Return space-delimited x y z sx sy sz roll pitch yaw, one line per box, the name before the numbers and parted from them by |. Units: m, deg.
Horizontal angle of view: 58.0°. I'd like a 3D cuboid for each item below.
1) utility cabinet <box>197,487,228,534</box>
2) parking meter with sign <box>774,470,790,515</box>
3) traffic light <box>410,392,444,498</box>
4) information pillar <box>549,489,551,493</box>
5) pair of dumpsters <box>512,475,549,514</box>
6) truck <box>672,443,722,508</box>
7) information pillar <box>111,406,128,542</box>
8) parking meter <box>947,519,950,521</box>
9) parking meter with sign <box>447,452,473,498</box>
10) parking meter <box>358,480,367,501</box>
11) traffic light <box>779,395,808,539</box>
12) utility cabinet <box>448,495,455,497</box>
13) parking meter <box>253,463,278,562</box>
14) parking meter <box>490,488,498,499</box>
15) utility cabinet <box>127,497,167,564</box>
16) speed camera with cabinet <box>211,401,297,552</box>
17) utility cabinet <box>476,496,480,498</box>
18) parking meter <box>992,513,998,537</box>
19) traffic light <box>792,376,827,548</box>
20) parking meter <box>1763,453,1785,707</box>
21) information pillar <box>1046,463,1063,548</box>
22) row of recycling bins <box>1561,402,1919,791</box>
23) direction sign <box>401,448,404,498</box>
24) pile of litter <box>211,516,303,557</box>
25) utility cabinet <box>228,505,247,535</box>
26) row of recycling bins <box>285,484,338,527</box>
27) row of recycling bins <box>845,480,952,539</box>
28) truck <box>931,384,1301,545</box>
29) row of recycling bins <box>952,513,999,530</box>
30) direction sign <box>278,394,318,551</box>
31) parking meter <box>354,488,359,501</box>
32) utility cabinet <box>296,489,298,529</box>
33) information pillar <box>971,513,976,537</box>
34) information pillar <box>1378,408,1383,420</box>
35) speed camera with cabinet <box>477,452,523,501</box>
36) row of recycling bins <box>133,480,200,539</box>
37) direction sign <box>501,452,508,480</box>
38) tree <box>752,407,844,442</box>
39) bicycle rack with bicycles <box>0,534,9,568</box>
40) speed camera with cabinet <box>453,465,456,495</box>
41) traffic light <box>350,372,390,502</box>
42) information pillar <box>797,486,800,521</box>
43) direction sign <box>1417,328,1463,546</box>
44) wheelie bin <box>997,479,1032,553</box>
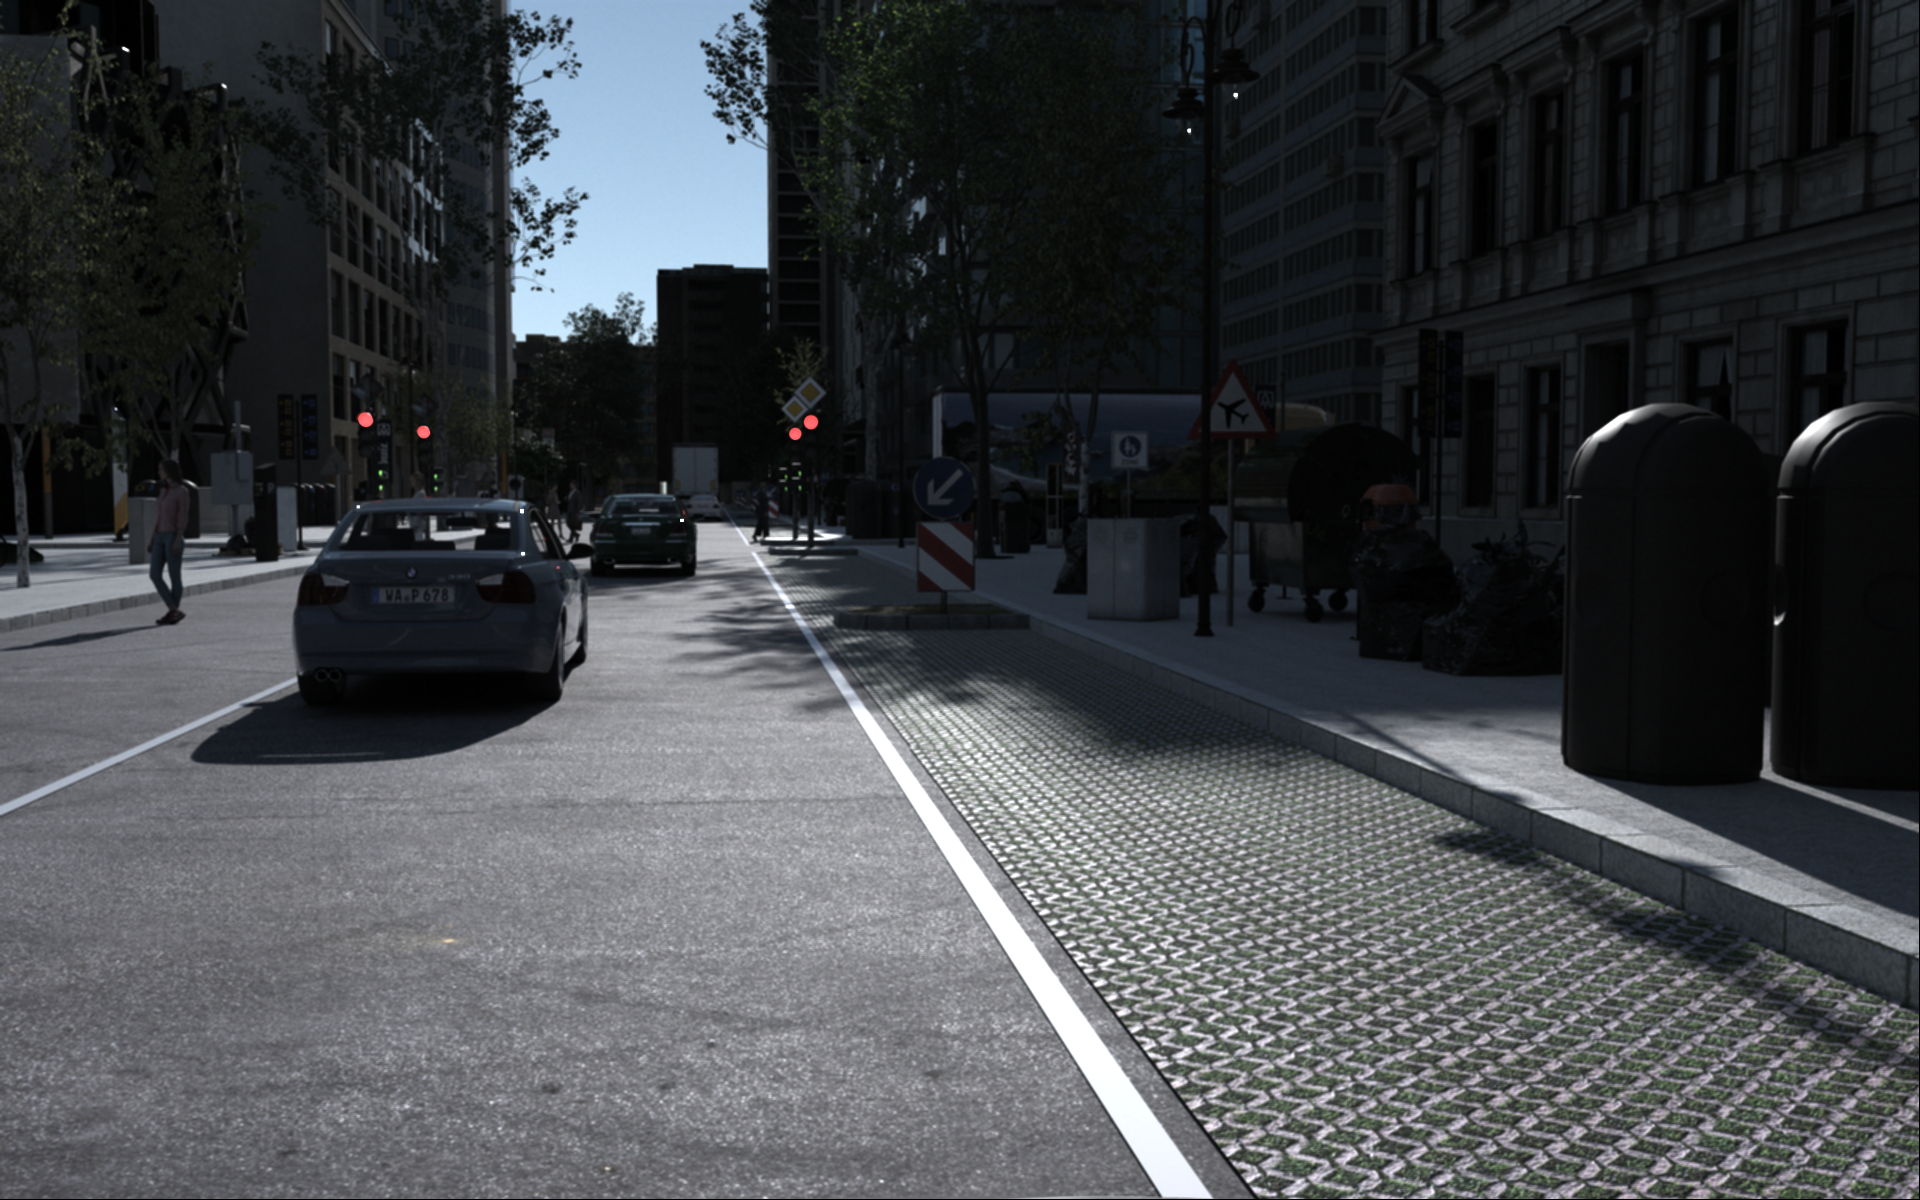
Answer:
utility cabinet | -23.900 -2.853 55.317 1.173 1.500 0.318 -2 4 -26
parking meter with sign | -10.602 -6.763 106.833 1.738 3.016 0.543 0 4 -3
traffic light | -14.716 -3.601 47.797 0.839 4.253 0.868 0 4 -8
information pillar | -27.413 -7.630 116.105 0.504 3.616 0.183 1 4 17
pair of dumpsters | -21.117 -5.039 84.878 1.574 2.255 4.437 0 4 -8
truck | -15.325 -6.855 100.987 2.839 4.237 11.283 0 4 -7
information pillar | -22.427 -3.356 46.225 0.504 3.616 0.183 2 4 29
parking meter | -0.526 -3.182 60.433 0.372 1.533 0.369 0 3 0
parking meter with sign | -20.559 -4.630 71.969 1.738 3.016 0.543 -3 4 -37
parking meter | -25.100 -4.111 72.933 0.399 1.863 0.255 0 4 2
traffic light | -4.707 -3.689 49.228 0.839 4.253 0.868 0 4 -8
utility cabinet | -33.313 -6.260 113.507 1.020 1.237 0.306 0 4 6
parking meter | -13.200 -1.664 32.923 0.255 1.863 0.399 1 4 18
parking meter | -20.584 -4.160 76.431 0.372 1.533 0.369 0 3 0
utility cabinet | -15.041 -1.281 32.111 0.306 1.237 1.020 0 4 -1
speed camera with cabinet | -15.324 -2.647 37.609 0.660 3.252 2.038 1 4 18
utility cabinet | -20.551 -3.809 73.446 0.306 1.237 1.020 -2 4 -25
parking meter | 0.978 -2.800 51.495 0.399 1.863 0.255 0 4 1
traffic light | -3.585 -3.205 41.322 0.839 4.253 0.868 0 4 -8
parking meter | 5.003 -0.128 10.502 0.372 1.533 0.369 0 3 0
information pillar | 2.242 -2.235 41.036 0.304 2.012 0.304 2 4 27
row of recycling bins | 4.590 -0.043 7.809 3.534 1.692 1.069 0 4 5
direction sign | -27.469 -5.708 85.325 0.379 3.537 0.876 -1 4 -12
pile of litter | -14.594 -1.348 36.003 1.719 0.858 1.176 -1 4 -9
utility cabinet | -22.299 -2.625 54.074 1.020 1.237 0.306 -2 4 -27
row of recycling bins | -26.086 -3.817 69.520 1.069 1.692 3.534 0 4 6
row of recycling bins | -1.835 -2.642 50.313 1.069 1.692 3.534 3 5 39
truck | 4.957 -3.498 46.108 11.283 4.237 2.839 0 4 -7
row of recycling bins | -0.006 -3.341 61.735 3.534 1.692 1.069 -2 4 -23
direction sign | -15.013 -2.895 39.333 0.876 3.537 0.379 0 4 0
parking meter | -26.268 -4.115 75.685 0.372 1.533 0.369 0 3 0
utility cabinet | -24.042 -3.274 62.210 0.318 1.500 1.173 -2 4 -29
information pillar | 0.367 -3.679 51.506 0.183 3.616 0.504 0 4 0
information pillar | 10.538 -3.175 43.258 0.183 3.616 0.504 -1 4 -15
speed camera with cabinet | -21.472 -5.294 80.893 2.038 3.252 0.660 -1 4 -11
row of recycling bins | -23.300 -2.678 50.898 1.069 1.692 3.534 -3 5 -43
direction sign | -24.789 -6.262 94.382 0.379 3.537 0.876 0 4 6
tree | -12.757 -11.967 130.076 7.601 10.594 8.767 1 4 20
bicycle rack with bicycles | -17.157 -0.926 28.530 2.852 0.926 2.925 2 4 31
speed camera with cabinet | -33.705 -7.453 116.194 0.660 3.252 2.038 -1 4 -14
traffic light | -13.594 -3.117 39.891 0.839 4.253 0.868 0 4 -8
information pillar | -7.924 -4.865 84.038 0.304 2.012 0.304 0 4 -7
direction sign | 6.637 -1.956 23.985 0.876 3.537 0.379 -2 4 -34
wheelie bin | 1.177 -1.818 37.633 0.693 1.594 0.980 -1 4 -12
